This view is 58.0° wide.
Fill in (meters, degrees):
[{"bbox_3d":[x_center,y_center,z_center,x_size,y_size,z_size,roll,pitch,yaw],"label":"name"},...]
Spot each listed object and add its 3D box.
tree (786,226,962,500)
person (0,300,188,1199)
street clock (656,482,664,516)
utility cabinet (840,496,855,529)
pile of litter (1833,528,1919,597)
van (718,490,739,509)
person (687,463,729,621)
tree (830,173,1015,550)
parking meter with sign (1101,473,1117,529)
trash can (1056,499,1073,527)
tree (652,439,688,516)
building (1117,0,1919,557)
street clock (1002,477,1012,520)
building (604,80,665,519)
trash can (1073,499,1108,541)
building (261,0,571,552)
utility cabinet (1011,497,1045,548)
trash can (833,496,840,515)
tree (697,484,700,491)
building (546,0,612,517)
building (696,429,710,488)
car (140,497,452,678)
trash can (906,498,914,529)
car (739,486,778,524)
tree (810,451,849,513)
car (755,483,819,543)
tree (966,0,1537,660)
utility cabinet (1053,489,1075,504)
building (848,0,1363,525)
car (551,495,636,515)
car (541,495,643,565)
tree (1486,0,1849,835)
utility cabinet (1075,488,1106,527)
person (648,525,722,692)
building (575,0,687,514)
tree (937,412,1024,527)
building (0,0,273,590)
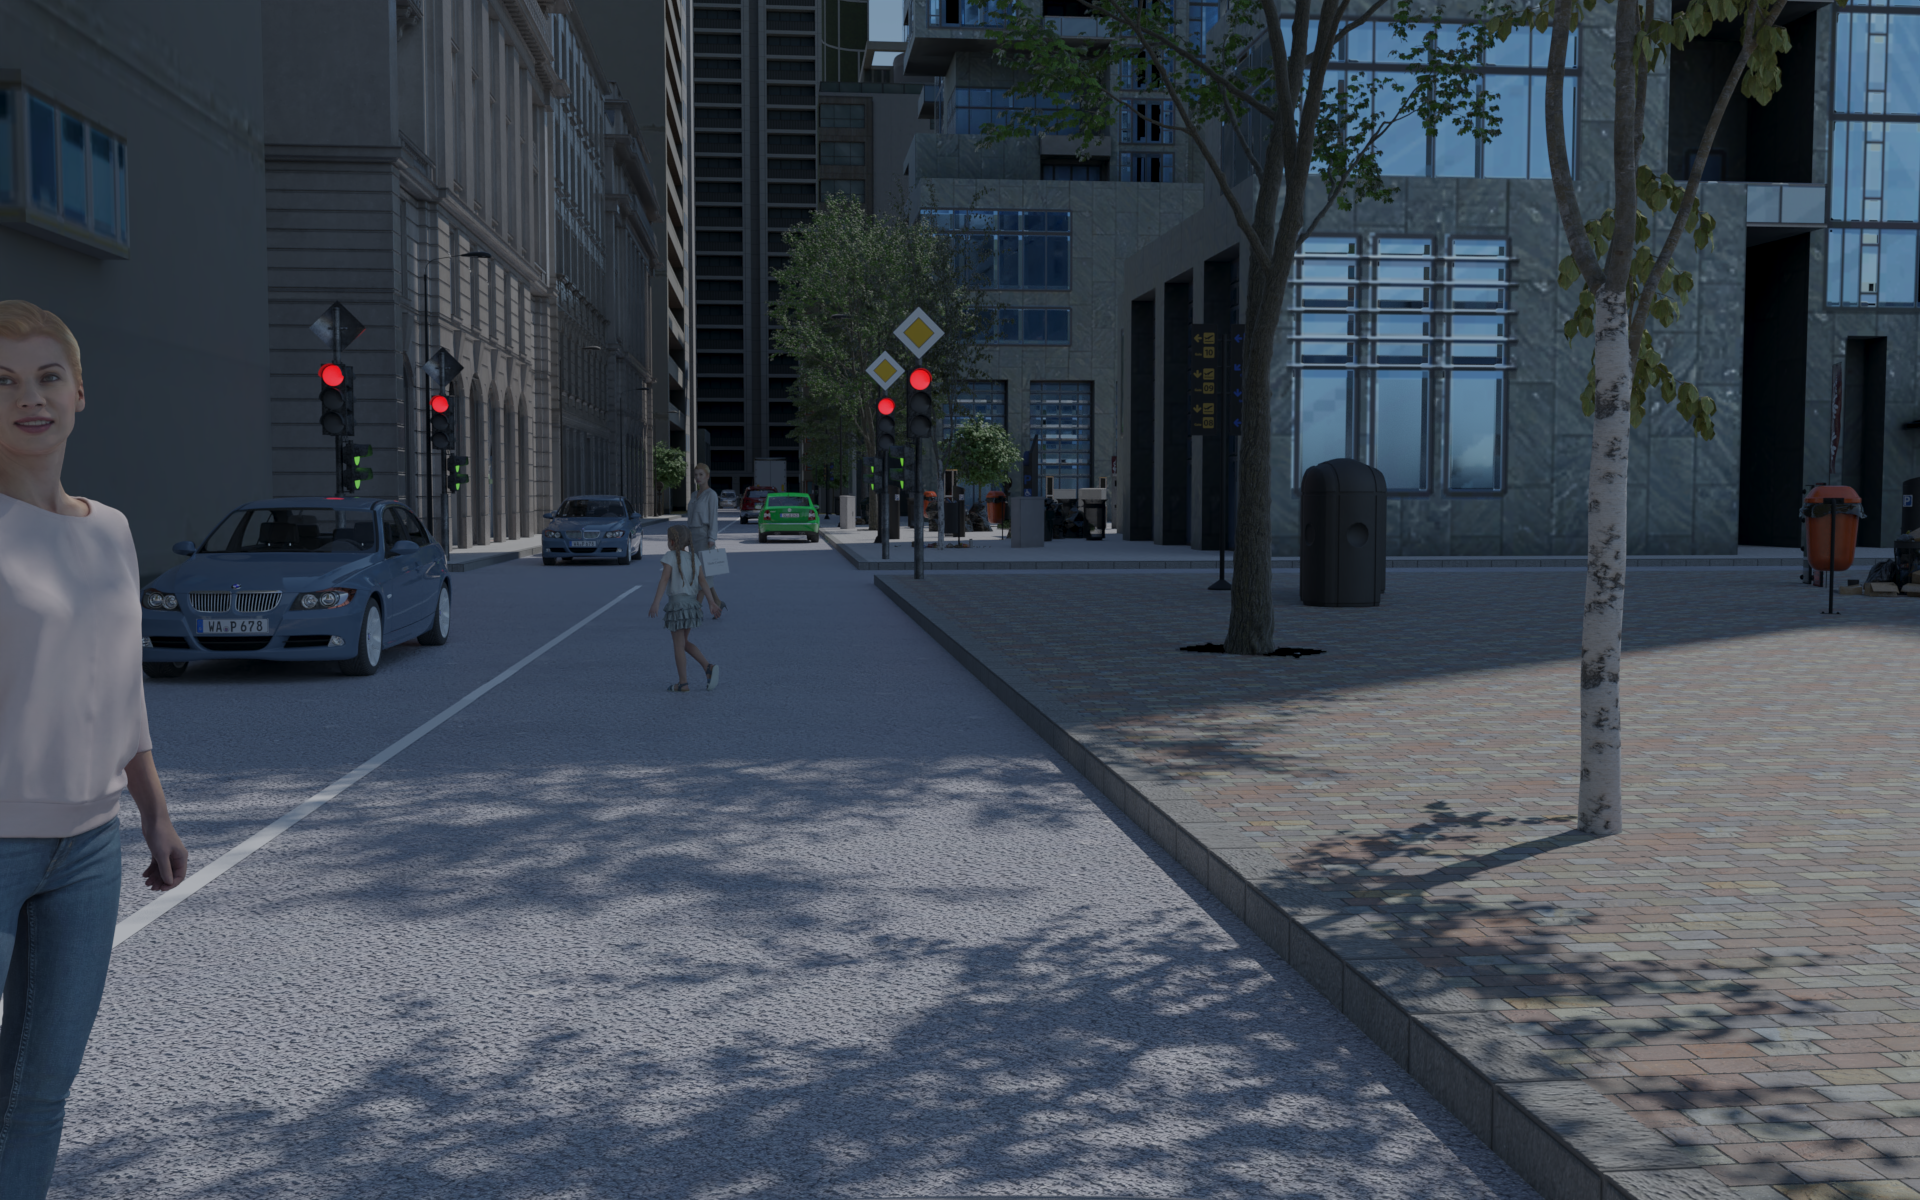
[{"bbox_3d":[-3.670,-9.529,73.931,7.486,12.596,7.792,0,3,0],"label":"tree"},{"bbox_3d":[-1.677,0.392,2.759,0.598,1.740,0.731,1,4,9],"label":"person"},{"bbox_3d":[-17.495,-5.888,100.843,0.471,2.002,0.358,0,4,4],"label":"street clock"},{"bbox_3d":[-4.133,-3.222,63.840,0.306,1.237,1.020,1,4,14],"label":"utility cabinet"},{"bbox_3d":[11.921,-0.480,21.813,1.176,0.858,1.719,-1,4,-22],"label":"pile of litter"},{"bbox_3d":[-22.392,-9.813,167.460,2.013,2.044,4.112,0,4,-6],"label":"van"},{"bbox_3d":[-2.857,-0.654,19.554,0.624,1.780,0.694,-2,4,-32],"label":"person"},{"bbox_3d":[-0.589,-5.443,39.363,4.360,8.622,3.978,0,3,0],"label":"tree"},{"bbox_3d":[5.930,-4.139,63.939,1.738,3.016,0.543,1,4,9],"label":"parking meter with sign"},{"bbox_3d":[3.367,-2.614,54.397,0.748,1.137,0.748,0,3,0],"label":"trash can"},{"bbox_3d":[-17.948,-7.360,104.054,4.285,4.588,4.351,0,3,0],"label":"tree"},{"bbox_3d":[20.132,-44.812,45.354,31.000,86.520,22.319,0,4,-6],"label":"building"},{"bbox_3d":[2.017,-4.255,74.136,0.358,2.002,0.471,3,4,36],"label":"street clock"},{"bbox_3d":[-22.122,-14.950,86.230,13.314,21.916,24.055,0,4,-6],"label":"building"},{"bbox_3d":[3.711,-2.212,47.820,0.748,1.137,0.748,0,3,0],"label":"trash can"},{"bbox_3d":[-17.822,-12.335,43.485,13.314,21.916,24.055,0,4,-6],"label":"building"},{"bbox_3d":[1.625,-1.865,41.661,0.306,1.237,1.020,3,4,37],"label":"utility cabinet"},{"bbox_3d":[-7.263,-5.673,104.405,0.748,1.137,0.748,0,3,0],"label":"trash can"},{"bbox_3d":[-24.585,-10.139,160.381,1.663,3.219,1.824,0,3,0],"label":"tree"},{"bbox_3d":[-18.859,-13.224,65.362,9.793,20.994,18.267,0,4,-6],"label":"building"},{"bbox_3d":[-40.782,-52.376,169.019,31.000,86.520,22.319,0,4,-6],"label":"building"},{"bbox_3d":[-5.628,-0.189,15.091,2.014,1.417,4.499,0,4,-5],"label":"car"},{"bbox_3d":[-1.641,-3.229,64.452,0.748,1.137,0.748,0,3,0],"label":"trash can"},{"bbox_3d":[-9.610,-4.606,83.987,2.281,1.827,5.304,0,4,-5],"label":"car"},{"bbox_3d":[-8.543,-8.117,116.423,4.285,4.588,4.351,0,3,0],"label":"tree"},{"bbox_3d":[-5.212,-2.663,52.343,1.959,1.807,4.718,0,4,-7],"label":"car"},{"bbox_3d":[2.505,-5.372,13.580,9.928,11.665,9.643,0,3,0],"label":"tree"},{"bbox_3d":[4.487,-4.116,75.976,1.173,1.500,0.318,-1,4,-22],"label":"utility cabinet"},{"bbox_3d":[5.698,-47.707,92.679,22.319,86.520,31.000,0,4,-6],"label":"building"},{"bbox_3d":[-8.771,-1.822,41.798,2.014,1.417,4.499,0,4,-4],"label":"car"},{"bbox_3d":[-7.684,-1.496,36.460,2.014,1.417,4.499,0,4,-6],"label":"car"},{"bbox_3d":[2.676,-3.423,6.326,4.737,8.622,4.395,0,3,0],"label":"tree"},{"bbox_3d":[5.054,-3.524,66.293,0.318,1.500,1.173,-3,5,-43],"label":"utility cabinet"},{"bbox_3d":[-1.995,0.064,12.470,0.382,1.210,0.505,3,4,37],"label":"person"},{"bbox_3d":[-29.997,-30.168,116.940,21.300,48.544,21.600,0,4,-6],"label":"building"},{"bbox_3d":[0.826,-5.134,67.662,4.285,4.588,4.351,0,3,0],"label":"tree"},{"bbox_3d":[-19.216,-23.741,11.864,21.600,48.544,21.300,0,4,-6],"label":"building"}]
